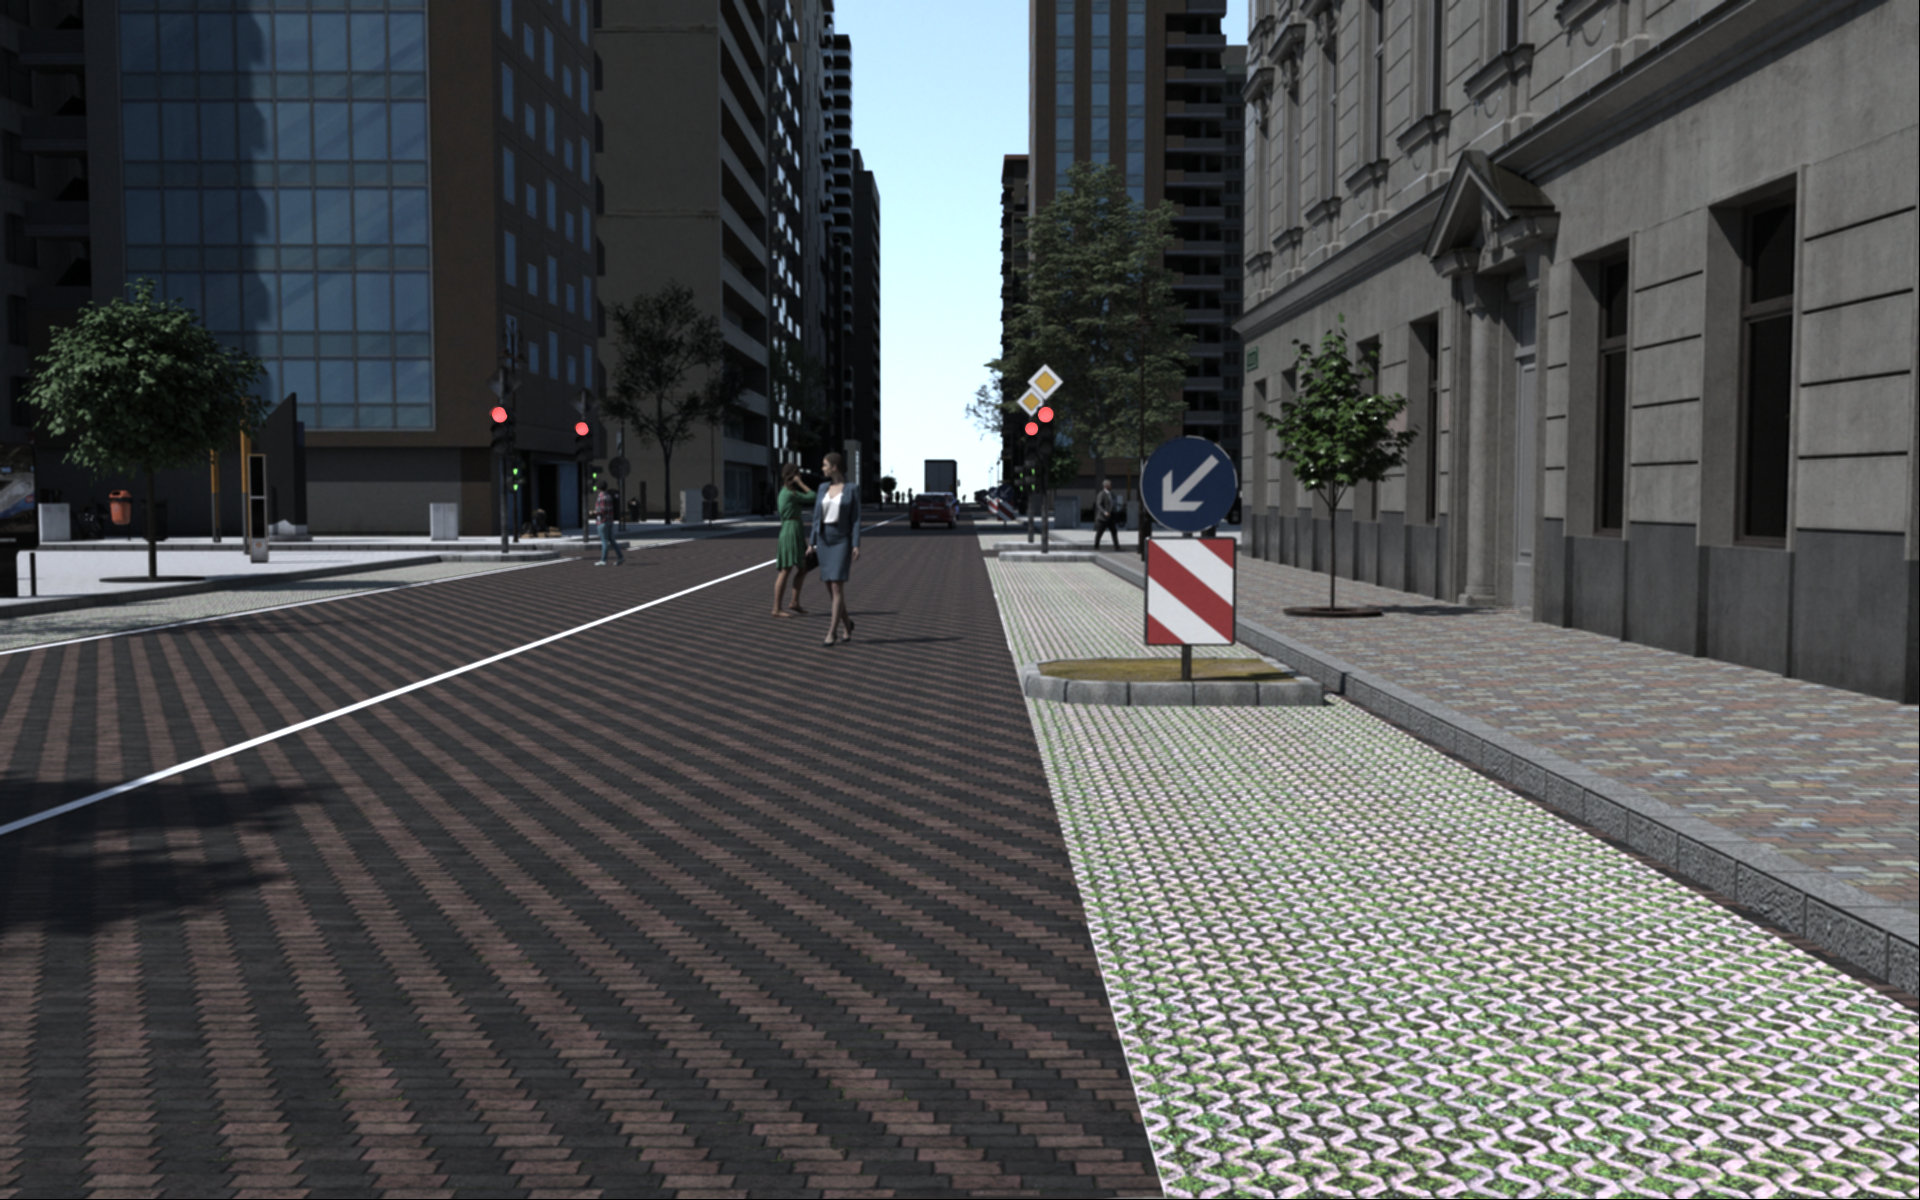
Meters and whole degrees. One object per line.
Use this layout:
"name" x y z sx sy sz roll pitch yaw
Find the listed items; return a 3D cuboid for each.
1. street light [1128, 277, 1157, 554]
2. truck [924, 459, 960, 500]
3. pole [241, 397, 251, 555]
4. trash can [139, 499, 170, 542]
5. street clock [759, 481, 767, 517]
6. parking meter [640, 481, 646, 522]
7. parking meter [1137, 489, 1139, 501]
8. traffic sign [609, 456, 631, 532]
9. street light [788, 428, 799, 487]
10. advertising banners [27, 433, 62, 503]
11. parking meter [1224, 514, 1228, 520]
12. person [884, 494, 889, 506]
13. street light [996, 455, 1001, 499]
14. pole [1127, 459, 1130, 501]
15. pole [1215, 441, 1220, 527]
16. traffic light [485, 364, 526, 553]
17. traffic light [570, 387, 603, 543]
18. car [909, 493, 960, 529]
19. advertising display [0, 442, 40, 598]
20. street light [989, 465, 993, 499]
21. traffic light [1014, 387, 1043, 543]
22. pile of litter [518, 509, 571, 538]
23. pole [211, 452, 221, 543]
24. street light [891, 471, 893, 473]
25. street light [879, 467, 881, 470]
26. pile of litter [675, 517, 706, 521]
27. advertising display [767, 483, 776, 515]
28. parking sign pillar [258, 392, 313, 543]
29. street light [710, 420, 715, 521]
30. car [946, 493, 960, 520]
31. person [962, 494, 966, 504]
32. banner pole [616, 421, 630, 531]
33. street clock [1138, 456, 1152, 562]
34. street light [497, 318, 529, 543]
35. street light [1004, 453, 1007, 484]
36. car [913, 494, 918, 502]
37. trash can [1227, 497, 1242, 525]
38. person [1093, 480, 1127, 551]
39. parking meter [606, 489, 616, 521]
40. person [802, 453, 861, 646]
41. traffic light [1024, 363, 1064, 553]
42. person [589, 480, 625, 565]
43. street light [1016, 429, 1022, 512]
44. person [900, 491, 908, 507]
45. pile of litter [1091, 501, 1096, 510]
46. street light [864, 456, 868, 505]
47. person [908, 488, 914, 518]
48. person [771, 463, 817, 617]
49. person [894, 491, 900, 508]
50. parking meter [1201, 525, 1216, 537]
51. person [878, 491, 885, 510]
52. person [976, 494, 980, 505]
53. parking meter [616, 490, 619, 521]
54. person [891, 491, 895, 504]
"street light" 3.884 -3.926 36.980 0.468 5.910 1.993 0 4 0
"truck" -1.526 -9.603 145.915 2.839 4.237 11.283 0 4 1
"pole" -15.067 -2.614 36.585 0.158 3.312 0.155 0 3 0
"trash can" -21.802 -2.156 46.905 0.748 1.137 0.748 0 3 0
"street clock" -11.246 -5.763 98.803 0.358 2.002 0.471 2 4 29
"parking meter" -14.712 -4.569 80.418 0.255 1.863 0.399 0 4 -6
"parking meter" 8.605 -4.524 82.384 0.372 1.533 0.369 0 3 0
"traffic sign" -11.502 -3.574 58.545 0.768 2.556 0.104 0 4 4
"street light" -11.615 -8.962 119.323 0.468 5.910 1.993 0 4 0
"advertising banners" -26.585 -3.311 50.320 0.090 3.025 2.074 0 4 -4
"parking meter" 13.026 -4.633 84.166 0.372 1.533 0.369 0 3 0
"person" -8.828 -11.906 206.389 0.991 1.433 0.599 -3 4 -38
"street light" 4.462 -14.239 205.590 0.468 5.910 1.993 0 4 0
"pole" 9.929 -6.606 101.844 0.158 3.312 0.155 0 3 0
"pole" 9.975 -4.488 67.227 0.158 3.312 0.155 0 3 0
"traffic light" -9.843 -2.967 37.429 0.839 4.253 0.868 0 4 0
"traffic light" -9.816 -3.455 45.414 0.839 4.253 0.868 0 4 0
"car" -1.099 -3.897 72.754 2.155 1.783 4.494 0 4 2
"advertising display" -11.875 -0.990 21.399 0.123 1.923 0.974 2 4 29
"street light" 4.762 -18.749 279.327 0.468 5.910 1.993 0 4 0
"traffic light" 1.846 -3.454 45.390 0.839 4.253 0.868 0 4 0
"pile of litter" -12.197 -2.251 50.762 1.719 0.858 1.176 -2 4 -23
"pole" -19.605 -3.166 45.603 0.158 3.312 0.155 0 3 0
"street light" -10.990 -18.783 279.885 0.468 5.910 1.993 0 4 0
"street light" -11.219 -16.519 242.868 0.468 5.910 1.993 0 4 0
"pile of litter" -13.071 -4.278 83.905 1.176 0.858 1.719 -3 5 -39
"advertising display" -11.410 -6.096 104.889 0.123 1.923 0.974 -2 4 -33
"parking sign pillar" -18.168 -3.546 46.447 1.447 3.967 1.447 2 4 27
"street light" -11.780 -6.710 82.494 0.468 5.910 1.993 0 4 0
"car" -0.952 -5.438 98.508 1.945 1.707 3.694 0 4 -2
"person" 0.618 -14.405 247.249 0.421 1.427 0.697 -2 4 -28
"banner pole" -11.583 -4.231 59.201 0.401 3.779 0.863 1 4 9
"street clock" 3.557 -1.736 32.948 0.358 2.002 0.471 0 4 2
"street light" -11.756 -4.457 45.665 0.468 5.910 1.993 0 4 0
"street light" 4.238 -11.437 159.780 0.468 5.910 1.993 0 4 0
"car" -4.930 -12.987 221.126 1.959 1.807 4.718 0 4 2
"trash can" 11.572 -3.749 72.945 0.748 1.137 0.748 0 3 0
"person" 3.653 -2.047 42.361 0.834 1.777 0.661 2 4 30
"parking meter" -16.642 -4.504 82.048 0.372 1.533 0.369 0 3 0
"person" -1.148 -0.489 16.513 0.581 1.822 0.654 3 4 38
"traffic light" 1.818 -2.965 37.405 0.839 4.253 0.868 0 4 0
"person" -7.116 -1.563 34.895 0.643 1.720 0.563 1 4 11
"street light" 4.221 -9.184 122.951 0.468 5.910 1.993 0 4 0
"person" -6.466 -11.441 196.283 1.217 1.735 0.721 -1 4 -19
"pile of litter" 8.996 -5.926 110.848 1.176 0.858 1.719 3 4 37
"street light" -11.173 -14.266 206.038 0.468 5.910 1.993 0 4 0
"person" -2.793 -5.657 101.272 0.573 1.790 0.520 -2 4 -27
"person" -1.987 -0.704 20.252 0.529 1.795 0.600 -2 4 -32
"person" -6.545 -10.454 179.936 0.721 1.766 1.217 -2 4 -32
"parking meter" 6.987 -2.625 48.628 0.399 1.863 0.255 -3 4 -37
"person" -6.977 -8.863 154.087 0.721 1.739 1.217 -2 4 -31
"person" 2.494 -13.181 224.561 0.990 1.755 0.434 2 4 29
"parking meter" -16.360 -4.530 82.469 0.372 1.533 0.369 0 3 0
"person" -9.189 -13.715 232.748 1.348 1.824 0.705 0 4 6
